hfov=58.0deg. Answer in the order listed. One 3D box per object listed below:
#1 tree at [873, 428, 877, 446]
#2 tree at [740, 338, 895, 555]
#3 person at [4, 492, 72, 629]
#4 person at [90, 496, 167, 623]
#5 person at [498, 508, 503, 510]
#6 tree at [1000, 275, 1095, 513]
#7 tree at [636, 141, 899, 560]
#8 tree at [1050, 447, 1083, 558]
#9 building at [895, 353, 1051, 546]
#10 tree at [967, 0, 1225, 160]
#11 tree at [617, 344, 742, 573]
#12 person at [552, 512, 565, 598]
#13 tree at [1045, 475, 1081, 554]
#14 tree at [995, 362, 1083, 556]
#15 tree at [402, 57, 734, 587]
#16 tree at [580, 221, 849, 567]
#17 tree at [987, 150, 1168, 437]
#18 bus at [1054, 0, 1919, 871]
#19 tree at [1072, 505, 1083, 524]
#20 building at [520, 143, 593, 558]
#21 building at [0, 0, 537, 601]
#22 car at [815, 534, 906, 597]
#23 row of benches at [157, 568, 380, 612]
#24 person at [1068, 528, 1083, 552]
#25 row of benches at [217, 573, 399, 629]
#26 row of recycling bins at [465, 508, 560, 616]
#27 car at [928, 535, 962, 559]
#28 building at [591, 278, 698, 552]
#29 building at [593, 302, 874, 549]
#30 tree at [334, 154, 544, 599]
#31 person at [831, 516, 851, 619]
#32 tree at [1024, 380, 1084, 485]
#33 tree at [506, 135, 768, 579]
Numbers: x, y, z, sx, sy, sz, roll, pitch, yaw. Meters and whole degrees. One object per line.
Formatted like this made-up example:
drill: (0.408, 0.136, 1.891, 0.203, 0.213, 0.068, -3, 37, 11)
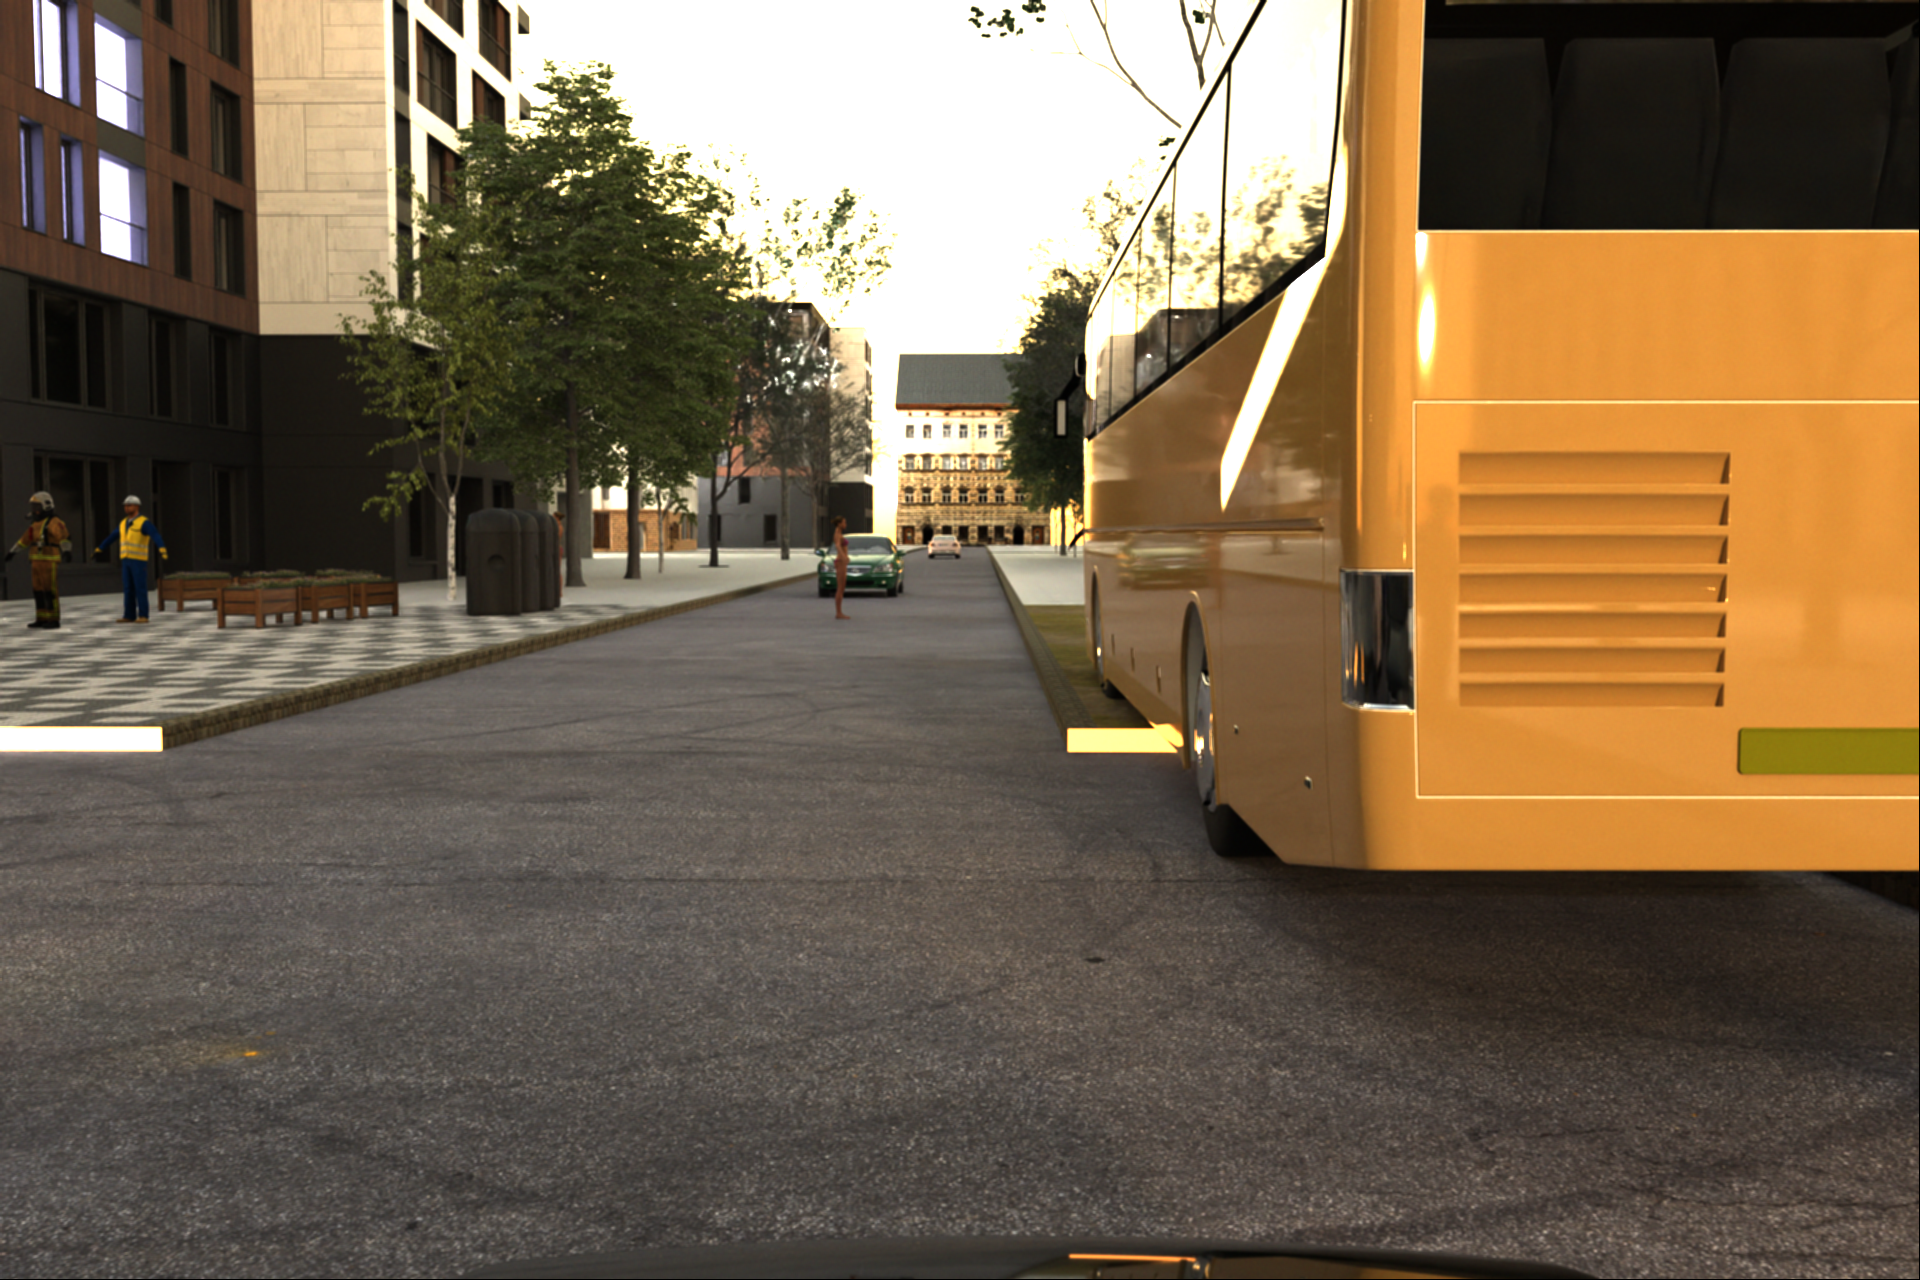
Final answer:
tree: (-16.096, -21.316, 204.398, 12.611, 20.169, 13.585, 0, 3, 0)
tree: (-9.044, -12.111, 108.387, 12.009, 13.543, 11.850, 0, 3, 0)
person: (-12.487, -1.089, 23.577, 1.354, 1.858, 0.705, 2, 4, 28)
person: (-11.905, -1.159, 24.922, 1.349, 1.833, 0.705, 1, 4, 19)
person: (-9.541, -1.825, 35.964, 1.347, 1.817, 0.704, -2, 4, -31)
tree: (6.538, -10.899, 84.856, 9.857, 13.997, 8.962, 0, 3, 0)
tree: (-10.219, -14.077, 86.047, 12.611, 20.169, 13.585, 0, 3, 0)
tree: (6.083, -8.825, 94.659, 4.360, 8.622, 3.978, 0, 3, 0)
building: (1.681, -22.969, 208.928, 18.063, 23.208, 19.493, 0, 4, 1)
tree: (5.106, -10.673, 30.392, 12.611, 20.169, 13.585, 0, 3, 0)
tree: (-9.698, -6.538, 57.260, 4.737, 8.622, 4.395, 0, 3, 0)
person: (-8.224, -1.727, 35.032, 0.721, 1.733, 1.217, -1, 4, -12)
tree: (6.069, -9.912, 112.418, 4.360, 8.622, 3.978, 0, 3, 0)
tree: (5.725, -11.295, 102.803, 7.486, 12.596, 7.792, 0, 3, 0)
tree: (-9.310, -7.547, 41.524, 7.486, 12.596, 7.792, 0, 3, 0)
tree: (-9.486, -9.602, 67.357, 12.009, 13.543, 11.850, 0, 3, 0)
tree: (5.571, -8.870, 55.389, 12.009, 13.543, 11.850, 0, 3, 0)
bus: (2.310, -1.159, 10.498, 2.896, 3.916, 12.252, 0, 4, 0)
tree: (17.038, -17.632, 206.412, 7.486, 12.596, 7.792, 0, 3, 0)
building: (-28.211, -12.807, 75.844, 16.747, 18.905, 31.486, 0, 4, 1)
building: (-28.591, -12.133, 42.351, 27.936, 21.610, 32.646, 0, 4, 1)
car: (-2.307, -1.788, 41.036, 2.131, 1.459, 4.920, 0, 4, 1)
row of benches: (-12.000, -0.896, 30.115, 1.422, 0.672, 4.104, 2, 4, 35)
person: (2.969, -1.956, 37.923, 1.347, 1.837, 0.705, 2, 4, 25)
row of benches: (-9.413, -0.607, 25.384, 1.422, 0.672, 4.104, 1, 4, 9)
row of recycling bins: (-7.348, -1.324, 28.768, 1.069, 1.692, 3.534, 0, 4, 0)
car: (-0.907, -5.532, 102.813, 2.083, 1.381, 4.827, 0, 4, 1)
building: (-26.556, -16.647, 128.599, 16.016, 20.090, 11.380, 0, 4, 1)
building: (-23.349, -19.874, 168.920, 27.936, 21.610, 32.646, 0, 4, 1)
tree: (-10.092, -5.115, 33.998, 4.737, 8.622, 4.395, 0, 3, 0)
person: (-1.944, -1.228, 29.333, 0.721, 1.733, 1.217, 0, 4, -2)
tree: (6.568, -8.231, 68.991, 8.767, 10.594, 7.601, -2, 4, -25)
tree: (-9.402, -8.054, 49.809, 7.486, 12.596, 7.792, 0, 3, 0)
